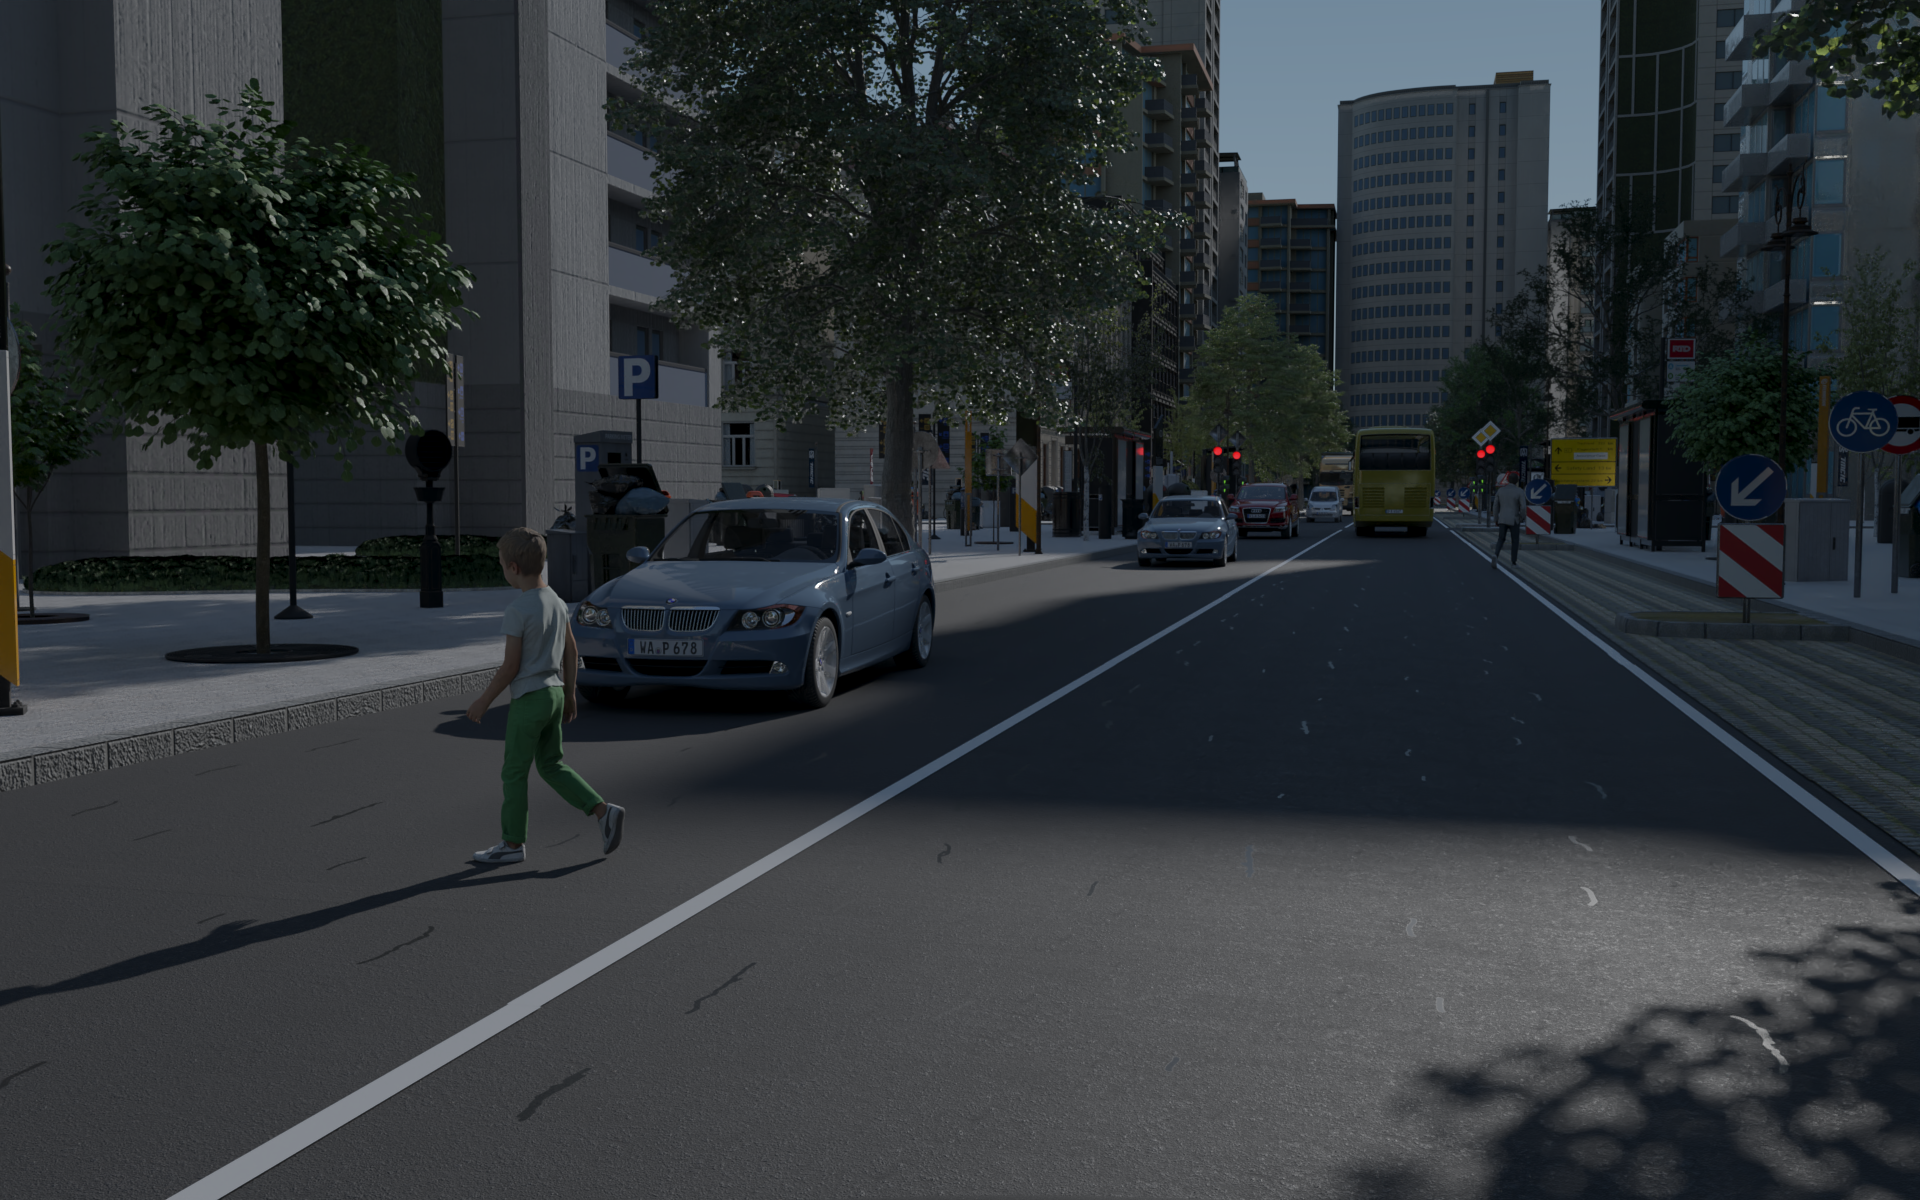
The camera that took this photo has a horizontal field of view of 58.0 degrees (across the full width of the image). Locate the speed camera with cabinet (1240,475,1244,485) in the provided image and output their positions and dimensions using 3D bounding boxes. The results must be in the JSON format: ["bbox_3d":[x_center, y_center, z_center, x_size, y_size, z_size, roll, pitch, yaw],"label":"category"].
[{"bbox_3d":[18.724,-7.327,114.125,2.038,3.252,0.660,-3,5,-43],"label":"speed camera with cabinet"}]

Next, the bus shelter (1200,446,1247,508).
[{"bbox_3d":[13.294,-5.860,87.097,1.731,3.624,6.357,1,4,14],"label":"bus shelter"}]

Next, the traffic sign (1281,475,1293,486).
[{"bbox_3d":[21.292,-6.890,112.762,0.768,2.556,0.104,1,4,16],"label":"traffic sign"}]

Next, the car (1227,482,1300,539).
[{"bbox_3d":[10.020,-2.957,57.027,2.281,1.827,5.304,1,4,15],"label":"car"}]

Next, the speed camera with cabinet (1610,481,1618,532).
[{"bbox_3d":[22.396,-3.847,57.234,0.660,3.252,2.038,0,4,-6],"label":"speed camera with cabinet"}]

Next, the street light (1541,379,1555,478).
[{"bbox_3d":[22.098,-5.650,65.167,0.468,5.910,1.993,1,4,14],"label":"street light"}]

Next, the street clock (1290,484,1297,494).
[{"bbox_3d":[23.856,-7.295,123.840,0.471,2.002,0.358,-2,4,-28],"label":"street clock"}]

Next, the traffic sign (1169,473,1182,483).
[{"bbox_3d":[10.256,-4.921,82.581,0.606,2.300,0.079,1,4,22],"label":"traffic sign"}]

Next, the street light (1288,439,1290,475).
[{"bbox_3d":[22.468,-8.895,118.218,0.468,5.910,1.993,1,4,14],"label":"street light"}]

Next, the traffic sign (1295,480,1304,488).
[{"bbox_3d":[27.291,-8.454,139.410,0.795,2.450,0.064,1,4,18],"label":"traffic sign"}]

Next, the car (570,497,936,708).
[{"bbox_3d":[-1.400,-0.076,13.247,2.014,1.417,4.499,1,4,13],"label":"car"}]

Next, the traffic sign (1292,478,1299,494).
[{"bbox_3d":[27.387,-8.614,140.940,0.768,2.556,0.104,1,4,22],"label":"traffic sign"}]

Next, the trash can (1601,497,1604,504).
[{"bbox_3d":[34.131,-4.964,92.813,0.748,1.137,0.748,0,3,0],"label":"trash can"}]

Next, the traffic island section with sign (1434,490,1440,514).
[{"bbox_3d":[35.108,-7.074,124.286,1.989,1.847,2.006,1,4,14],"label":"traffic island section with sign"}]

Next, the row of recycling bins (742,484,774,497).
[{"bbox_3d":[-9.396,-3.950,71.703,3.534,1.692,1.069,1,4,12],"label":"row of recycling bins"}]

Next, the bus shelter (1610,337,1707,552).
[{"bbox_3d":[17.188,-3.955,42.288,2.179,5.291,8.768,1,4,14],"label":"bus shelter"}]

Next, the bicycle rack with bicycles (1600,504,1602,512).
[{"bbox_3d":[33.442,-4.682,89.939,2.925,0.926,2.852,1,4,16],"label":"bicycle rack with bicycles"}]

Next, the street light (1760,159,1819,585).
[{"bbox_3d":[11.597,-3.154,24.361,0.468,5.910,1.993,1,4,14],"label":"street light"}]

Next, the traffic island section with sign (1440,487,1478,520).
[{"bbox_3d":[28.339,-5.457,97.853,1.989,1.847,2.006,1,4,14],"label":"traffic island section with sign"}]

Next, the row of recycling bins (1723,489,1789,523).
[{"bbox_3d":[34.427,-4.148,74.938,1.069,1.692,3.534,-1,4,-15],"label":"row of recycling bins"}]

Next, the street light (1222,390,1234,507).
[{"bbox_3d":[11.916,-6.380,77.096,0.468,5.910,1.993,1,4,14],"label":"street light"}]

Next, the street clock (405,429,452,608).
[{"bbox_3d":[-5.972,-0.914,19.515,0.358,2.002,0.471,3,5,40],"label":"street clock"}]

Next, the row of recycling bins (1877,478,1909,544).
[{"bbox_3d":[25.126,-2.255,43.984,1.069,1.692,3.534,-3,4,-36],"label":"row of recycling bins"}]

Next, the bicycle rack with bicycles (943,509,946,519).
[{"bbox_3d":[0.805,-4.485,86.712,2.852,0.926,2.925,-2,4,-27],"label":"bicycle rack with bicycles"}]

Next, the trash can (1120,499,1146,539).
[{"bbox_3d":[4.914,-2.299,49.244,0.748,1.137,0.748,0,3,0],"label":"trash can"}]

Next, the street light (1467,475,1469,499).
[{"bbox_3d":[42.730,-10.572,145.644,0.468,5.910,1.993,1,4,14],"label":"street light"}]

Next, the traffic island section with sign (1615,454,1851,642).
[{"bbox_3d":[7.886,-0.565,17.872,1.989,1.847,2.006,1,4,14],"label":"traffic island section with sign"}]

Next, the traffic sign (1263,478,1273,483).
[{"bbox_3d":[24.786,-8.524,139.474,0.768,2.556,0.104,1,4,16],"label":"traffic sign"}]

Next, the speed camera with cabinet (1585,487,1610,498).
[{"bbox_3d":[36.456,-6.483,100.338,2.038,3.252,0.660,0,4,-3],"label":"speed camera with cabinet"}]

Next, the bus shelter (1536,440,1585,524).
[{"bbox_3d":[26.890,-5.277,77.555,1.731,3.624,6.357,1,4,14],"label":"bus shelter"}]

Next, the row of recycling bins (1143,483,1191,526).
[{"bbox_3d":[6.649,-3.347,61.841,3.534,1.692,1.069,-2,4,-27],"label":"row of recycling bins"}]

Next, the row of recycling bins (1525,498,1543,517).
[{"bbox_3d":[28.296,-4.792,85.468,1.069,1.692,3.534,-1,4,-11],"label":"row of recycling bins"}]

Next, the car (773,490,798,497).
[{"bbox_3d":[-9.147,-4.276,78.946,4.494,1.783,2.155,1,4,13],"label":"car"}]

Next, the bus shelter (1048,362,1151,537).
[{"bbox_3d":[4.383,-4.743,55.187,2.179,5.291,8.768,1,4,14],"label":"bus shelter"}]

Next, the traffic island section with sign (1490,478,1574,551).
[{"bbox_3d":[14.769,-2.210,44.760,1.989,1.847,2.006,1,4,14],"label":"traffic island section with sign"}]

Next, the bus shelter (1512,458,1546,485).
[{"bbox_3d":[32.659,-6.410,98.728,2.014,3.302,5.546,1,4,14],"label":"bus shelter"}]

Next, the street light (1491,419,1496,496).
[{"bbox_3d":[32.339,-8.099,105.200,0.468,5.910,1.993,1,4,14],"label":"street light"}]

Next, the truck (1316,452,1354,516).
[{"bbox_3d":[26.036,-7.899,118.054,2.839,4.237,11.283,1,4,16],"label":"truck"}]

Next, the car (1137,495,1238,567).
[{"bbox_3d":[4.748,-1.452,35.743,2.014,1.417,4.499,1,4,13],"label":"car"}]

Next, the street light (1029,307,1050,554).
[{"bbox_3d":[1.682,-3.918,36.849,0.468,5.910,1.993,1,4,14],"label":"street light"}]

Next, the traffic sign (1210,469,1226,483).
[{"bbox_3d":[11.963,-4.907,80.337,0.768,2.556,0.104,1,4,21],"label":"traffic sign"}]

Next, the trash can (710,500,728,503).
[{"bbox_3d":[-5.848,-1.927,43.153,0.748,1.137,0.748,0,3,0],"label":"trash can"}]

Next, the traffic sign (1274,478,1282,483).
[{"bbox_3d":[25.340,-8.414,137.671,0.768,2.556,0.104,2,4,23],"label":"traffic sign"}]

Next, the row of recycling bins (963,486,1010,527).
[{"bbox_3d":[1.115,-3.762,68.622,1.069,1.692,3.534,-2,4,-31],"label":"row of recycling bins"}]

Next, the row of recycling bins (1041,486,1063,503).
[{"bbox_3d":[4.832,-4.998,88.823,1.069,1.692,3.534,1,4,21],"label":"row of recycling bins"}]

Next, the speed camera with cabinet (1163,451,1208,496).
[{"bbox_3d":[10.472,-5.280,80.662,2.038,3.252,0.660,0,4,-7],"label":"speed camera with cabinet"}]
